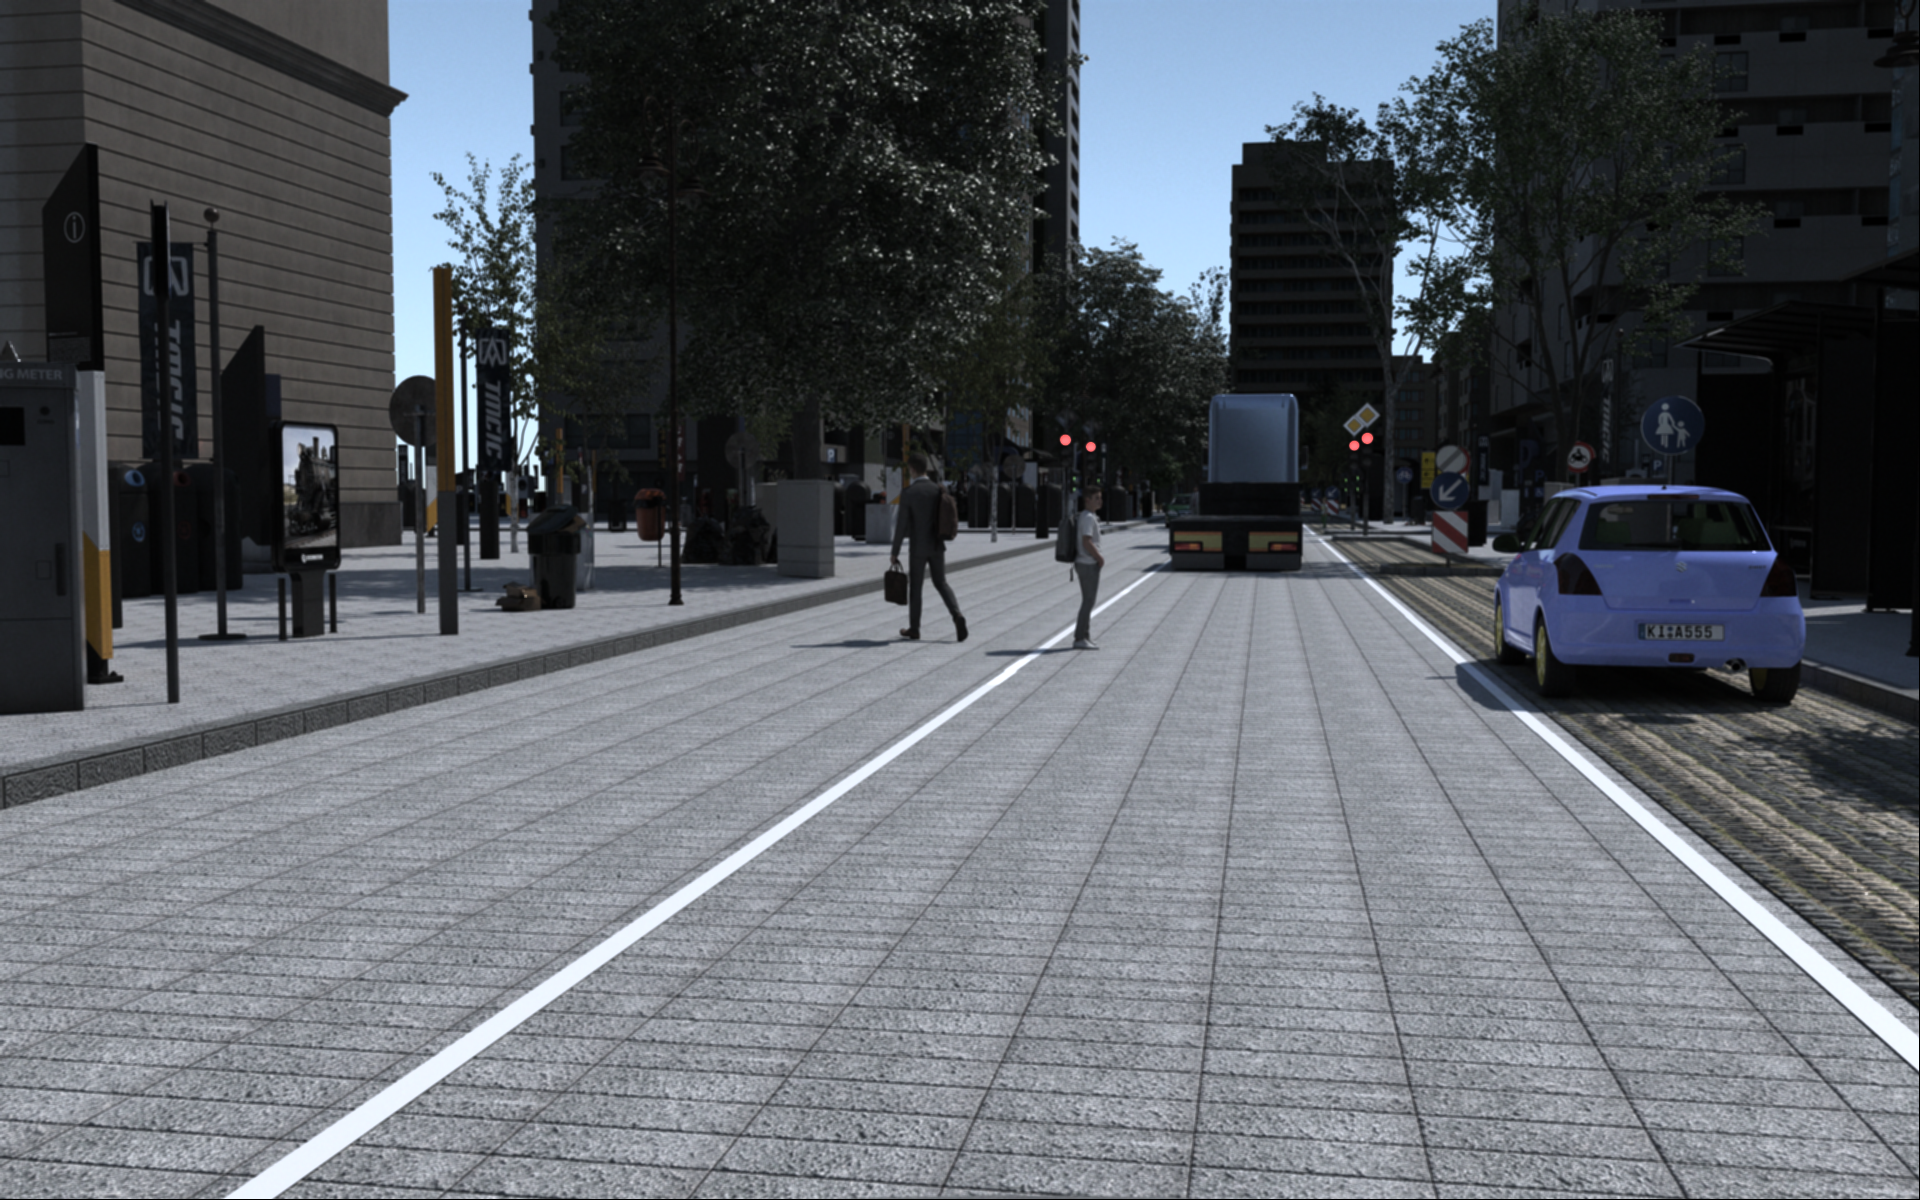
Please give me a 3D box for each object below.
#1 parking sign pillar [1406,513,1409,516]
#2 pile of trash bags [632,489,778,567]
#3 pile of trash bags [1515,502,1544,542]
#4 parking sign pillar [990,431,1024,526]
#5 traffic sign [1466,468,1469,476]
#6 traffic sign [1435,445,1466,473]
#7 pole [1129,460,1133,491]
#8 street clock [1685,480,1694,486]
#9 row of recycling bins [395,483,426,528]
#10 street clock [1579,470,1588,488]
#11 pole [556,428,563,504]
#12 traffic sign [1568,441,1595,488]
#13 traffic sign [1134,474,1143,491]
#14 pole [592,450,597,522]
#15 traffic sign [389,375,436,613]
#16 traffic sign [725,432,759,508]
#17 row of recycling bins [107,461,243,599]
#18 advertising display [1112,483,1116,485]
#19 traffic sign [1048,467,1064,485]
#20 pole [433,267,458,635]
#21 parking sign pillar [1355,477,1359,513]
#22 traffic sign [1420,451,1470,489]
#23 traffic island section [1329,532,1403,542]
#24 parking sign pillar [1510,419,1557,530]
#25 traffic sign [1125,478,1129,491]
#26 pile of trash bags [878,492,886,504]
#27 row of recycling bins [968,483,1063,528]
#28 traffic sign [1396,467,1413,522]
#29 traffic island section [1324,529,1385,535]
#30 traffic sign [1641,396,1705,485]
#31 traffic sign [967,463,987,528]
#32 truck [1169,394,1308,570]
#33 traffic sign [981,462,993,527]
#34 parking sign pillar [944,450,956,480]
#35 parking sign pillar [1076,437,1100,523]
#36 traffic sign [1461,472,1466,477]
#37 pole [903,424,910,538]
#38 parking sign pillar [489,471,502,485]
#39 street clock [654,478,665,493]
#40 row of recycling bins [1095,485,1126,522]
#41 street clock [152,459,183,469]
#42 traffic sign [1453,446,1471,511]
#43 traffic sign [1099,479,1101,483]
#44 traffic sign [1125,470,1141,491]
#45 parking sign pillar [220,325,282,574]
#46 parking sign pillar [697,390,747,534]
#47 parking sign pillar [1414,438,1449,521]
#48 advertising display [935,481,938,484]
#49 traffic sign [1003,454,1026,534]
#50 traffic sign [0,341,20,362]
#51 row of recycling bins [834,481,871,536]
[{"bbox_3d":[26.532,-6.825,100.055,1.447,3.967,1.447,2,4,30],"label":"parking sign pillar"},{"bbox_3d":[-4.425,-1.335,31.576,3.447,1.369,1.912,-3,5,-43],"label":"pile of trash bags"},{"bbox_3d":[16.591,-2.276,46.966,3.447,1.369,1.912,-3,5,-42],"label":"pile of trash bags"},{"bbox_3d":[1.904,-4.983,69.947,1.447,3.967,1.447,1,4,12],"label":"parking sign pillar"},{"bbox_3d":[17.741,-3.769,61.729,0.768,2.556,0.104,1,4,15],"label":"traffic sign"},{"bbox_3d":[12.777,-2.757,45.189,0.768,2.556,0.104,1,4,12],"label":"traffic sign"},{"bbox_3d":[9.924,-6.524,100.517,0.158,3.312,0.155,0,3,0],"label":"pole"},{"bbox_3d":[37.959,-5.232,90.111,0.358,2.002,0.471,-2,4,-31],"label":"street clock"},{"bbox_3d":[-21.643,-3.725,68.016,1.069,1.692,3.534,-1,4,-22],"label":"row of recycling bins"},{"bbox_3d":[15.111,-2.296,42.105,0.358,2.002,0.471,1,4,15],"label":"street clock"},{"bbox_3d":[-12.426,-3.665,53.769,0.158,3.312,0.155,0,3,0],"label":"pole"},{"bbox_3d":[14.856,-2.542,41.667,0.768,2.556,0.104,1,4,15],"label":"traffic sign"},{"bbox_3d":[10.914,-6.544,107.100,0.768,2.556,0.104,1,4,14],"label":"traffic sign"},{"bbox_3d":[-16.814,-5.248,79.655,0.158,3.312,0.155,0,3,0],"label":"pole"},{"bbox_3d":[-5.811,-1.131,18.604,0.768,2.556,0.104,1,4,18],"label":"traffic sign"},{"bbox_3d":[-4.469,-2.157,35.379,0.768,2.556,0.104,1,4,18],"label":"traffic sign"},{"bbox_3d":[-10.390,-0.902,21.859,1.069,1.692,3.534,1,4,11],"label":"row of recycling bins"},{"bbox_3d":[8.917,-5.861,101.048,0.974,1.923,0.123,1,4,8],"label":"advertising display"},{"bbox_3d":[3.666,-3.922,66.257,0.606,2.300,0.079,1,4,16],"label":"traffic sign"},{"bbox_3d":[-4.678,-1.340,15.749,0.158,3.312,0.155,0,3,0],"label":"pole"},{"bbox_3d":[27.640,-8.061,120.266,1.447,3.967,1.447,1,4,22],"label":"parking sign pillar"},{"bbox_3d":[23.047,-5.408,82.297,2.265,3.308,0.079,1,4,13],"label":"traffic sign"},{"bbox_3d":[12.491,-1.895,53.262,2.009,0.180,2.903,1,4,10],"label":"traffic island section"},{"bbox_3d":[20.338,-4.469,61.537,1.447,3.967,1.447,0,4,-4],"label":"parking sign pillar"},{"bbox_3d":[13.189,-8.316,136.072,0.768,2.556,0.104,1,4,19],"label":"traffic sign"},{"bbox_3d":[-2.272,-3.641,69.281,1.912,1.369,3.447,-2,4,-34],"label":"pile of trash bags"},{"bbox_3d":[2.059,-3.573,65.528,3.534,1.692,1.069,0,4,1],"label":"row of recycling bins"},{"bbox_3d":[20.752,-4.942,80.906,0.768,2.556,0.104,1,4,16],"label":"traffic sign"},{"bbox_3d":[13.883,-2.376,61.125,2.009,0.180,2.903,1,4,10],"label":"traffic island section"},{"bbox_3d":[9.244,-1.371,22.527,0.768,2.556,0.104,1,4,18],"label":"traffic sign"},{"bbox_3d":[0.616,-3.872,64.496,0.795,2.450,0.064,1,4,20],"label":"traffic sign"},{"bbox_3d":[6.808,-3.132,40.966,2.967,4.110,18.799,1,4,11],"label":"truck"},{"bbox_3d":[1.125,-4.172,68.316,0.768,2.556,0.104,1,4,11],"label":"traffic sign"},{"bbox_3d":[-0.574,-6.874,100.855,1.447,3.967,1.447,1,4,12],"label":"parking sign pillar"},{"bbox_3d":[5.549,-5.433,77.294,1.447,3.967,1.447,2,4,28],"label":"parking sign pillar"},{"bbox_3d":[13.966,-2.860,48.898,0.606,2.300,0.079,1,4,19],"label":"traffic sign"},{"bbox_3d":[-1.570,-3.472,50.603,0.158,3.312,0.155,0,3,0],"label":"pole"},{"bbox_3d":[-34.177,-8.466,126.893,1.447,3.967,1.447,2,4,34],"label":"parking sign pillar"},{"bbox_3d":[-13.813,-4.592,79.655,0.471,2.002,0.358,1,4,23],"label":"street clock"},{"bbox_3d":[7.203,-4.541,81.360,1.069,1.692,3.534,0,4,-3],"label":"row of recycling bins"},{"bbox_3d":[-13.667,-1.550,29.911,0.471,2.002,0.358,1,4,19],"label":"street clock"},{"bbox_3d":[13.192,-2.814,46.123,0.768,2.556,0.104,1,4,11],"label":"traffic sign"},{"bbox_3d":[9.099,-6.803,111.328,0.768,2.556,0.104,1,4,15],"label":"traffic sign"},{"bbox_3d":[9.399,-5.749,94.005,0.884,2.594,0.081,1,4,12],"label":"traffic sign"},{"bbox_3d":[-11.593,-2.432,28.239,1.447,3.967,1.447,3,4,38],"label":"parking sign pillar"},{"bbox_3d":[-5.970,-3.360,43.406,1.447,3.967,1.447,2,4,35],"label":"parking sign pillar"},{"bbox_3d":[22.962,-5.809,83.445,1.447,3.967,1.447,3,5,40],"label":"parking sign pillar"},{"bbox_3d":[-0.808,-5.109,88.753,0.974,1.923,0.123,-2,4,-31],"label":"advertising display"},{"bbox_3d":[1.724,-3.385,55.452,0.768,2.556,0.104,1,4,19],"label":"traffic sign"},{"bbox_3d":[-8.080,-0.901,14.730,0.884,2.594,0.081,1,4,19],"label":"traffic sign"},{"bbox_3d":[-4.269,-2.890,54.359,3.534,1.692,1.069,2,4,34],"label":"row of recycling bins"}]
